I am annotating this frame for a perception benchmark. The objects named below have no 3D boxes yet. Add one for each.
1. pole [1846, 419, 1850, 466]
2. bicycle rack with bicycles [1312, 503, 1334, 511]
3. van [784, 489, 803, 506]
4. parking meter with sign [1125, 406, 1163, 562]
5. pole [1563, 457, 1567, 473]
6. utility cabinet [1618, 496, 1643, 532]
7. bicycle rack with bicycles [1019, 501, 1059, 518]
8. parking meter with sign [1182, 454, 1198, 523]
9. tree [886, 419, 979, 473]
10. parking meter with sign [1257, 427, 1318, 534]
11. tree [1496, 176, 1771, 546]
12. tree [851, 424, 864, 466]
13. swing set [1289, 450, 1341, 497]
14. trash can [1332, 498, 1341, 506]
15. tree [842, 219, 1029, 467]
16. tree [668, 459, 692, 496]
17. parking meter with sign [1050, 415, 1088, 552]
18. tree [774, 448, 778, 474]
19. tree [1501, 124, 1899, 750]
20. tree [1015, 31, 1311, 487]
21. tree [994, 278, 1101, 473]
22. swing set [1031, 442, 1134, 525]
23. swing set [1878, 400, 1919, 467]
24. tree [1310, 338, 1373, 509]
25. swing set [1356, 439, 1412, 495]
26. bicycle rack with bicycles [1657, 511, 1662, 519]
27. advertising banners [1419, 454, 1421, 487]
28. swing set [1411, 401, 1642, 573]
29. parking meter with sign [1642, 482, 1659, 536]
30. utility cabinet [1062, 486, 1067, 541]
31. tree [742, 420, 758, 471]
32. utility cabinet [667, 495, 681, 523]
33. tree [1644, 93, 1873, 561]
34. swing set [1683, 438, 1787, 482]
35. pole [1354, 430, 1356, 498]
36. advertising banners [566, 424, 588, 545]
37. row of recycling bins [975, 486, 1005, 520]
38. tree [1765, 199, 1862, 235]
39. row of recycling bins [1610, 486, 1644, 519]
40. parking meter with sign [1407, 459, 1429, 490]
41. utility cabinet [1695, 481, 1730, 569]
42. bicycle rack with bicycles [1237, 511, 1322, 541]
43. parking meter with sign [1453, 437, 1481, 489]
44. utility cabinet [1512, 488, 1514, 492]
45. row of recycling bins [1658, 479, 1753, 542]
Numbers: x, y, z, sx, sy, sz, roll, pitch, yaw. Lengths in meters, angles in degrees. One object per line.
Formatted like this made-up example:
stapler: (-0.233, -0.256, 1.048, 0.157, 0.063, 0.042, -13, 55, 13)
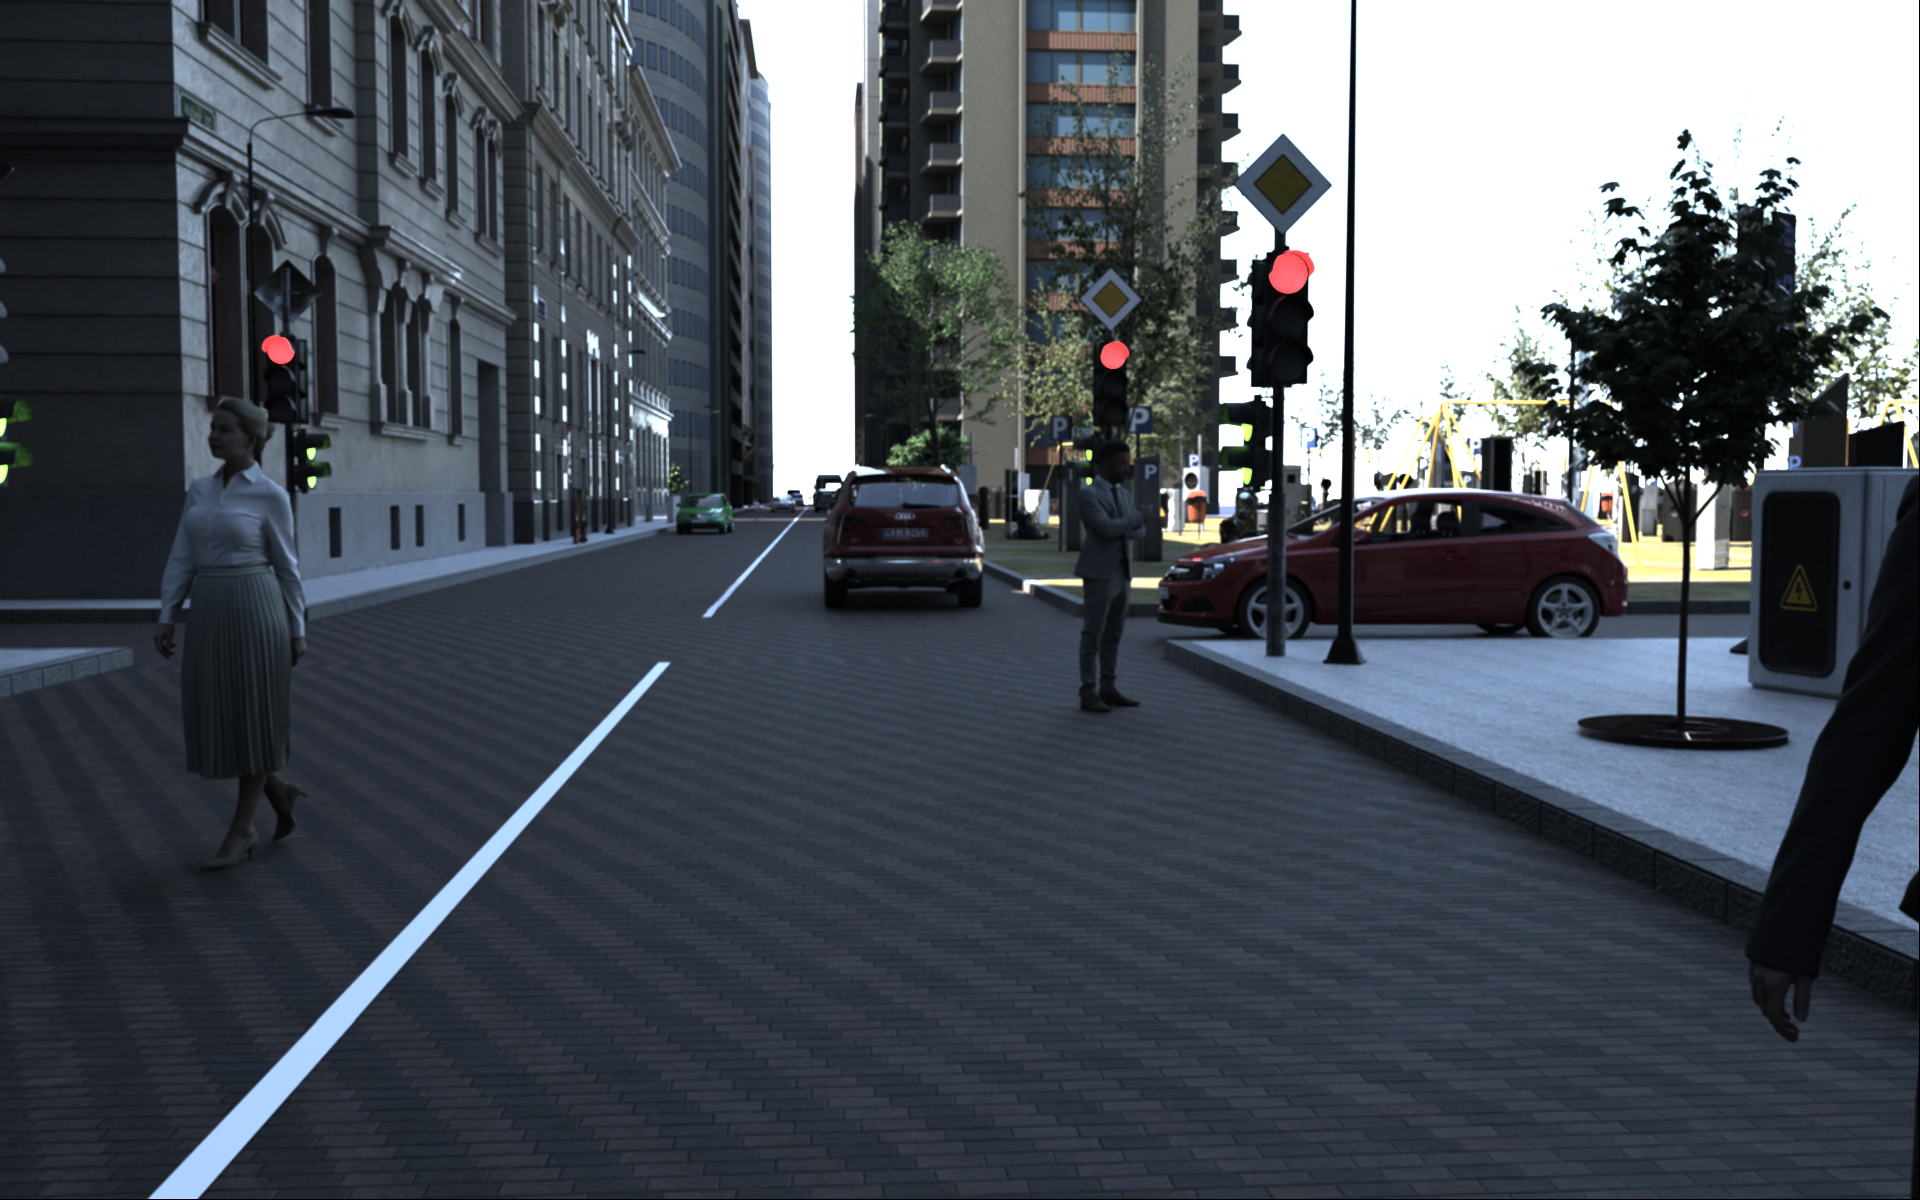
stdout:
pole: (23.934, -3.242, 46.846, 0.158, 3.312, 0.155, 0, 3, 0)
bicycle rack with bicycles: (15.842, -3.644, 72.956, 2.925, 0.926, 2.852, -2, 4, -33)
van: (-19.868, -12.396, 207.060, 2.240, 2.365, 5.245, 0, 4, -6)
parking meter with sign: (3.606, -2.282, 33.573, 0.543, 3.016, 1.738, 0, 4, -5)
pole: (33.440, -6.235, 95.778, 0.158, 3.312, 0.155, 0, 3, 0)
utility cabinet: (22.957, -2.927, 59.024, 1.020, 1.237, 0.306, -1, 4, -14)
bicycle rack with bicycles: (3.933, -4.910, 93.662, 2.852, 0.926, 2.925, -2, 4, -27)
parking meter with sign: (9.982, -4.894, 76.273, 0.543, 3.016, 1.738, -1, 4, -12)
tree: (-0.897, -5.595, 75.191, 4.285, 4.588, 4.351, 0, 3, 0)
parking meter with sign: (8.486, -2.983, 45.040, 1.738, 3.016, 0.543, -2, 4, -35)
tree: (15.901, -5.555, 41.188, 4.737, 8.622, 4.395, 0, 3, 0)
tree: (-9.335, -14.059, 180.231, 4.360, 8.622, 3.978, 0, 3, 0)
swing set: (13.322, -3.919, 61.703, 3.119, 2.851, 2.862, 0, 4, -2)
trash can: (12.917, -2.863, 58.467, 0.748, 1.137, 0.748, 0, 3, 0)
tree: (-0.968, -8.607, 66.473, 9.928, 11.665, 9.643, 0, 3, 0)
tree: (-15.549, -6.141, 95.007, 1.663, 3.219, 1.824, 0, 3, 0)
parking meter with sign: (2.783, -2.622, 39.133, 0.543, 3.016, 1.738, 3, 5, 41)
tree: (-28.508, -18.640, 255.121, 4.360, 8.622, 3.978, 0, 3, 0)
tree: (3.842, -0.894, 9.223, 1.663, 3.219, 1.824, 0, 3, 0)
tree: (2.793, -4.794, 28.739, 4.360, 8.622, 3.978, 0, 3, 0)
tree: (3.516, -6.587, 58.056, 4.737, 8.622, 4.395, 0, 3, 0)
swing set: (3.949, -3.360, 52.557, 2.862, 2.851, 3.119, -3, 4, -38)
swing set: (17.042, -1.936, 29.278, 3.119, 2.851, 2.862, -1, 4, -12)
tree: (17.041, -8.043, 81.861, 4.360, 8.622, 3.978, 0, 3, 0)
swing set: (9.183, -2.197, 33.538, 2.862, 2.851, 3.119, 1, 4, 9)
bicycle rack with bicycles: (27.868, -3.242, 66.390, 2.852, 0.926, 2.925, 0, 4, -8)
advertising banners: (18.516, -4.478, 69.406, 0.090, 3.025, 2.074, 1, 4, 21)
swing set: (9.656, -1.936, 29.274, 3.119, 2.851, 2.862, 0, 4, -3)
parking meter with sign: (21.179, -3.479, 53.148, 0.543, 3.016, 1.738, 1, 4, 22)
utility cabinet: (3.308, -2.301, 46.295, 1.173, 1.500, 0.318, 1, 4, 15)
tree: (-22.069, -13.481, 170.775, 4.360, 8.622, 3.978, 0, 3, 0)
utility cabinet: (-12.689, -4.013, 76.770, 0.306, 1.237, 1.020, 1, 4, 10)
tree: (14.876, -5.050, 32.931, 4.360, 8.622, 3.978, 0, 3, 0)
swing set: (22.637, -3.202, 49.969, 2.862, 2.851, 3.119, 0, 4, -5)
pole: (12.576, -3.772, 55.523, 0.158, 3.312, 0.155, 0, 3, 0)
advertising banners: (-9.850, -2.953, 44.468, 0.090, 3.025, 2.074, 0, 4, 1)
row of recycling bins: (1.810, -4.981, 88.558, 1.069, 1.692, 3.534, -2, 4, -27)
tree: (20.564, -5.637, 42.524, 4.737, 8.622, 4.395, 0, 3, 0)
row of recycling bins: (34.764, -4.930, 87.717, 3.534, 1.692, 1.069, 2, 4, 32)
parking meter with sign: (22.454, -5.506, 86.278, 1.738, 3.016, 0.543, -2, 4, -25)
utility cabinet: (12.846, -1.274, 29.509, 0.318, 1.500, 1.173, 2, 4, 35)
bicycle rack with bicycles: (6.146, -1.046, 30.491, 2.925, 0.926, 2.852, 0, 4, 2)
parking meter with sign: (15.675, -3.525, 53.898, 0.543, 3.016, 1.738, 0, 4, -6)
utility cabinet: (20.781, -3.570, 67.054, 1.173, 1.500, 0.318, 0, 4, 7)
row of recycling bins: (20.531, -2.422, 46.709, 3.534, 1.692, 1.069, -1, 4, -15)
